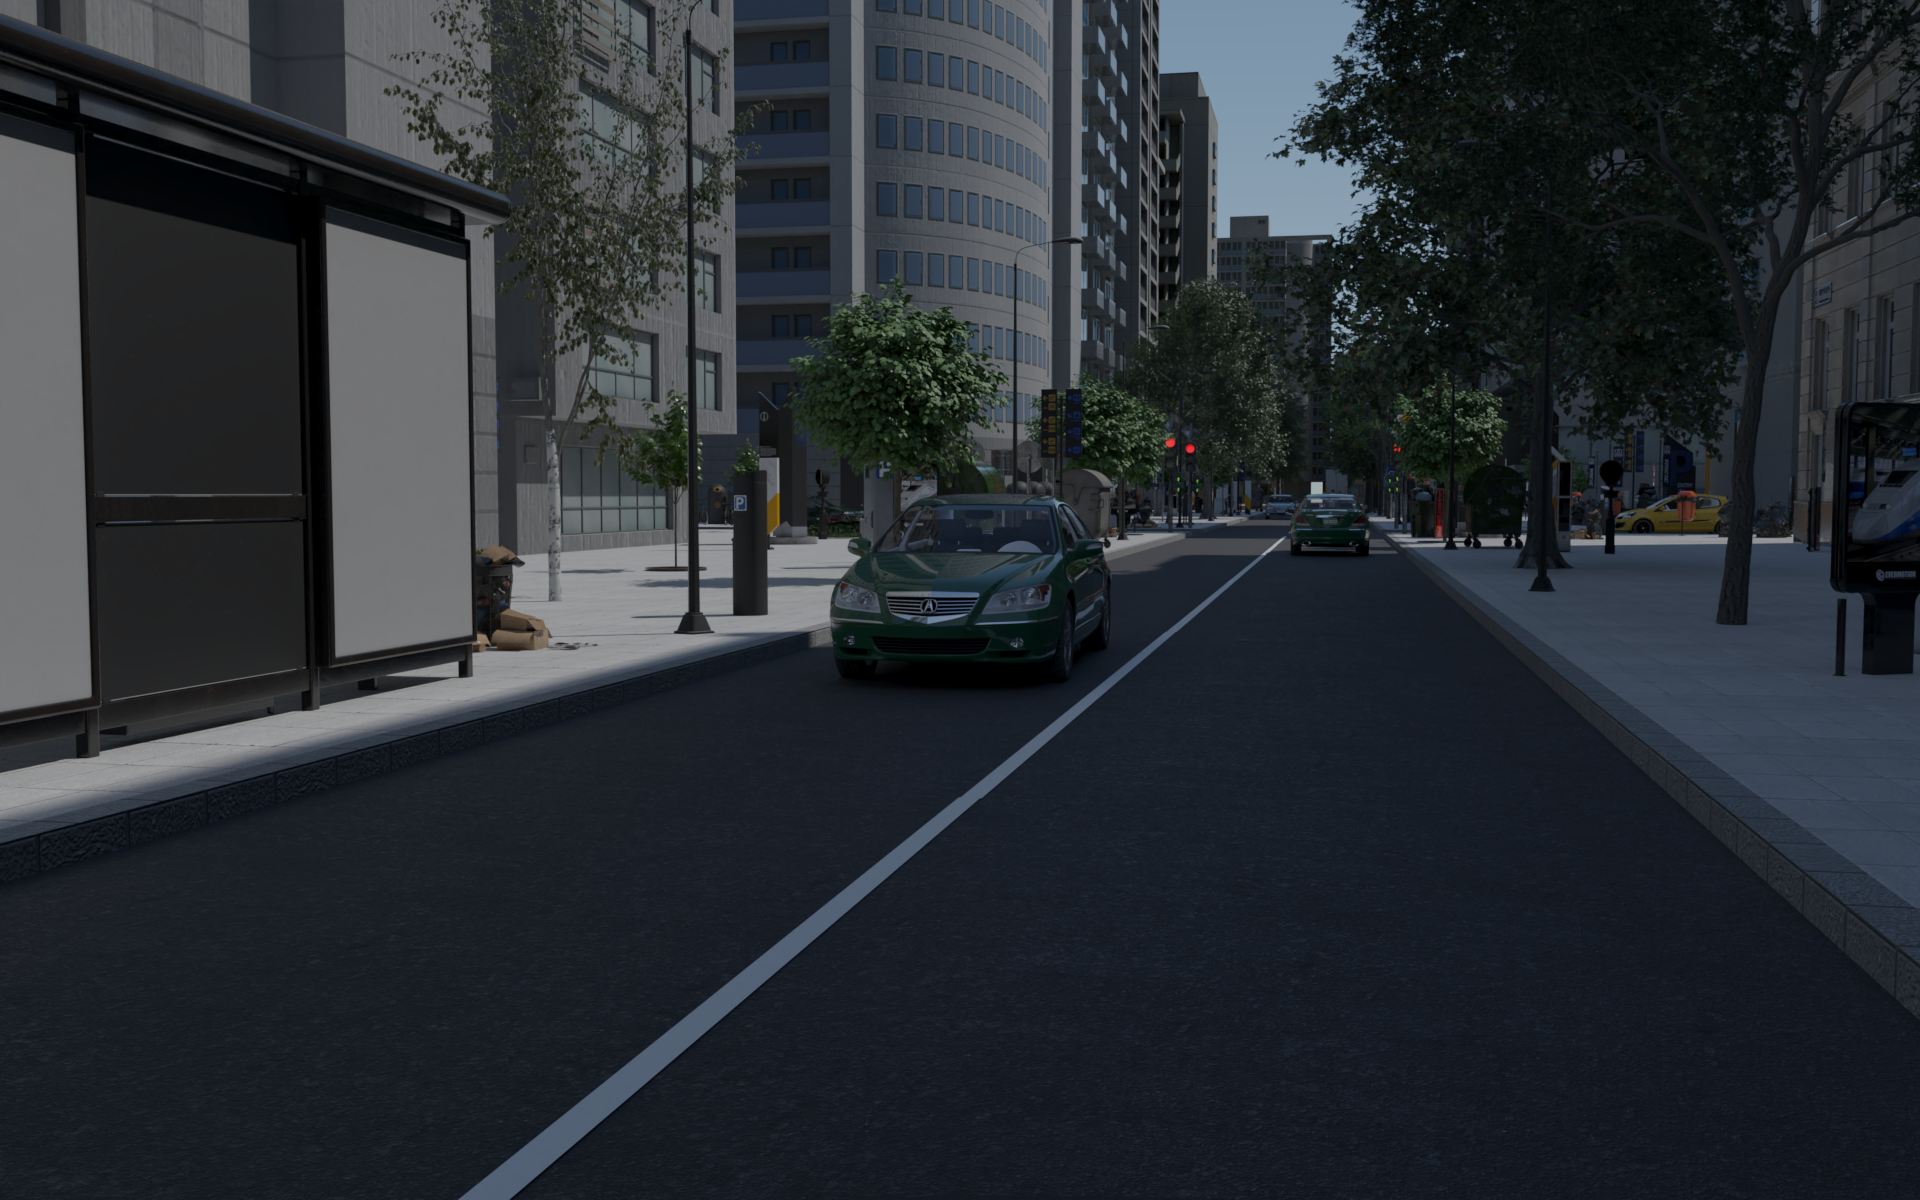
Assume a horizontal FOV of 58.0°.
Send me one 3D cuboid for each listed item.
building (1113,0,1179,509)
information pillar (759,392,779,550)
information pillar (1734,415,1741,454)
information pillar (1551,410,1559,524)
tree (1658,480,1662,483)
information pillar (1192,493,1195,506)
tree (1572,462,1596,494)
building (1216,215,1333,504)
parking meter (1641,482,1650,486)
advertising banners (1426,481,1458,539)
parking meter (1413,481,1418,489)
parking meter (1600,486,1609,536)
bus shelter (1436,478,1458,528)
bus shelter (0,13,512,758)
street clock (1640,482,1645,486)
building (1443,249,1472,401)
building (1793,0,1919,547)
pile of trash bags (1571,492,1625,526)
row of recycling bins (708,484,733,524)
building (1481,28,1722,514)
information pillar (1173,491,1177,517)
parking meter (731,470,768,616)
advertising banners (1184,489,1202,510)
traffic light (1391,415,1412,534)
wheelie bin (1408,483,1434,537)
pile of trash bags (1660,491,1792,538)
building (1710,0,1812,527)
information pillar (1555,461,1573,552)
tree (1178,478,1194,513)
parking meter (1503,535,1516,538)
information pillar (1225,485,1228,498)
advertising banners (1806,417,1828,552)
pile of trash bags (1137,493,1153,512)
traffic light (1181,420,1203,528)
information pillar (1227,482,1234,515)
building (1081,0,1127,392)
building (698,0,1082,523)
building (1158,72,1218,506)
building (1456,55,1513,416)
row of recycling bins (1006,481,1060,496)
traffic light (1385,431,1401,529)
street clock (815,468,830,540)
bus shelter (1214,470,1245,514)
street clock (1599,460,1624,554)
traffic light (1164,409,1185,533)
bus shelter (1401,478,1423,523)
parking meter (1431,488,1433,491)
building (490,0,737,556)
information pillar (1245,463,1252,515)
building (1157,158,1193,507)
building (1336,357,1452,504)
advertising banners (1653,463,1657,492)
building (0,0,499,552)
[{"bbox_3d":[8.922,-43.613,151.331,20.563,71.187,20.611,1,4,12],"label":"building"},{"bbox_3d":[-4.393,-2.961,39.763,0.504,3.616,0.183,2,4,24],"label":"information pillar"},{"bbox_3d":[21.130,-3.397,46.901,0.504,3.616,0.183,-2,4,-31],"label":"information pillar"},{"bbox_3d":[14.684,-3.169,43.160,0.504,3.616,0.183,-2,4,-26],"label":"information pillar"},{"bbox_3d":[43.566,-6.759,105.114,1.663,3.219,1.824,0,3,0],"label":"tree"},{"bbox_3d":[17.284,-8.436,129.290,0.504,3.616,0.183,1,4,14],"label":"information pillar"},{"bbox_3d":[37.445,-6.739,104.776,1.663,3.219,1.824,0,3,0],"label":"tree"},{"bbox_3d":[40.661,-33.816,244.767,23.993,40.220,32.217,1,4,12],"label":"building"},{"bbox_3d":[33.872,-4.884,85.570,0.399,1.863,0.255,3,5,40],"label":"parking meter"},{"bbox_3d":[13.778,-3.276,49.746,0.090,3.025,2.074,3,5,44],"label":"advertising banners"},{"bbox_3d":[19.058,-4.063,72.139,0.399,1.863,0.255,-3,5,-41],"label":"parking meter"},{"bbox_3d":[19.952,-2.754,53.442,0.372,1.533,0.369,0,3,0],"label":"parking meter"},{"bbox_3d":[18.824,-4.564,65.905,1.731,3.624,6.357,1,4,12],"label":"bus shelter"},{"bbox_3d":[-5.088,-1.857,7.989,2.179,5.291,8.768,1,4,12],"label":"bus shelter"},{"bbox_3d":[41.763,-6.202,105.978,0.358,2.002,0.471,0,4,7],"label":"street clock"},{"bbox_3d":[63.081,-34.445,182.784,23.786,49.044,30.456,1,4,12],"label":"building"},{"bbox_3d":[24.800,-14.332,31.599,12.463,27.353,25.104,1,4,12],"label":"building"},{"bbox_3d":[25.985,-3.691,70.101,1.912,1.369,3.447,0,4,-1],"label":"pile of trash bags"},{"bbox_3d":[-9.059,-4.045,73.256,3.534,1.692,1.069,1,4,20],"label":"row of recycling bins"},{"bbox_3d":[50.883,-32.355,118.241,28.713,52.752,27.495,1,4,12],"label":"building"},{"bbox_3d":[12.157,-5.745,98.416,0.304,2.012,0.304,-1,4,-18],"label":"information pillar"},{"bbox_3d":[-2.225,-0.608,18.349,0.372,1.533,0.369,0,3,0],"label":"parking meter"},{"bbox_3d":[18.806,-8.708,138.557,2.074,3.025,0.090,-1,4,-21],"label":"advertising banners"},{"bbox_3d":[14.360,-4.096,55.895,0.839,4.253,0.868,1,4,12],"label":"traffic light"},{"bbox_3d":[13.729,-2.659,51.389,0.693,1.594,0.980,-1,4,-13],"label":"wheelie bin"},{"bbox_3d":[23.200,-2.586,52.040,1.912,1.369,3.447,-3,5,-43],"label":"pile of trash bags"},{"bbox_3d":[44.982,-27.570,74.466,21.600,48.544,21.300,1,4,12],"label":"building"},{"bbox_3d":[13.317,-2.062,38.206,0.304,2.012,0.304,1,4,13],"label":"information pillar"},{"bbox_3d":[15.491,-7.617,119.134,1.663,3.219,1.824,0,3,0],"label":"tree"},{"bbox_3d":[15.897,-2.717,50.130,0.399,1.863,0.255,1,4,12],"label":"parking meter"},{"bbox_3d":[17.012,-7.253,109.940,0.504,3.616,0.183,3,4,38],"label":"information pillar"},{"bbox_3d":[19.377,-2.625,39.109,0.090,3.025,2.074,2,4,35],"label":"advertising banners"},{"bbox_3d":[12.528,-6.853,121.803,1.912,1.369,3.447,0,4,1],"label":"pile of trash bags"},{"bbox_3d":[8.712,-4.670,65.272,0.839,4.253,0.868,1,4,12],"label":"traffic light"},{"bbox_3d":[16.549,-6.204,105.925,0.304,2.012,0.304,2,4,24],"label":"information pillar"},{"bbox_3d":[0.092,-30.983,126.174,23.786,49.044,30.456,1,4,12],"label":"building"},{"bbox_3d":[-6.123,-33.462,89.099,21.231,58.520,28.212,1,4,12],"label":"building"},{"bbox_3d":[18.063,-35.147,198.348,21.600,48.544,21.300,1,4,12],"label":"building"},{"bbox_3d":[56.234,-30.549,154.102,22.147,44.769,28.867,1,4,12],"label":"building"},{"bbox_3d":[2.548,-3.049,56.958,1.069,1.692,3.534,2,4,27],"label":"row of recycling bins"},{"bbox_3d":[16.056,-4.574,63.698,0.839,4.253,0.868,1,4,12],"label":"traffic light"},{"bbox_3d":[-3.877,-2.713,48.921,0.358,2.002,0.471,-2,4,-32],"label":"street clock"},{"bbox_3d":[17.642,-7.338,113.899,2.014,3.302,5.546,1,4,12],"label":"bus shelter"},{"bbox_3d":[13.923,-1.987,37.054,0.471,2.002,0.358,2,4,30],"label":"street clock"},{"bbox_3d":[7.016,-4.193,57.469,0.839,4.253,0.868,1,4,12],"label":"traffic light"},{"bbox_3d":[21.344,-6.263,80.031,2.179,5.291,8.768,1,4,12],"label":"bus shelter"},{"bbox_3d":[19.211,-3.831,71.055,0.372,1.533,0.369,0,3,0],"label":"parking meter"},{"bbox_3d":[-13.566,-21.955,42.567,14.086,41.232,14.154,1,4,12],"label":"building"},{"bbox_3d":[17.851,-7.087,107.231,0.504,3.616,0.183,-3,5,-41],"label":"information pillar"},{"bbox_3d":[7.170,-29.575,175.434,32.217,40.220,23.993,1,4,12],"label":"building"},{"bbox_3d":[66.060,-24.016,237.694,28.899,21.520,27.650,1,4,12],"label":"building"},{"bbox_3d":[38.918,-6.156,96.832,0.090,3.025,2.074,2,4,32],"label":"advertising banners"},{"bbox_3d":[-20.349,-28.842,13.574,21.231,58.520,28.212,1,4,12],"label":"building"}]
